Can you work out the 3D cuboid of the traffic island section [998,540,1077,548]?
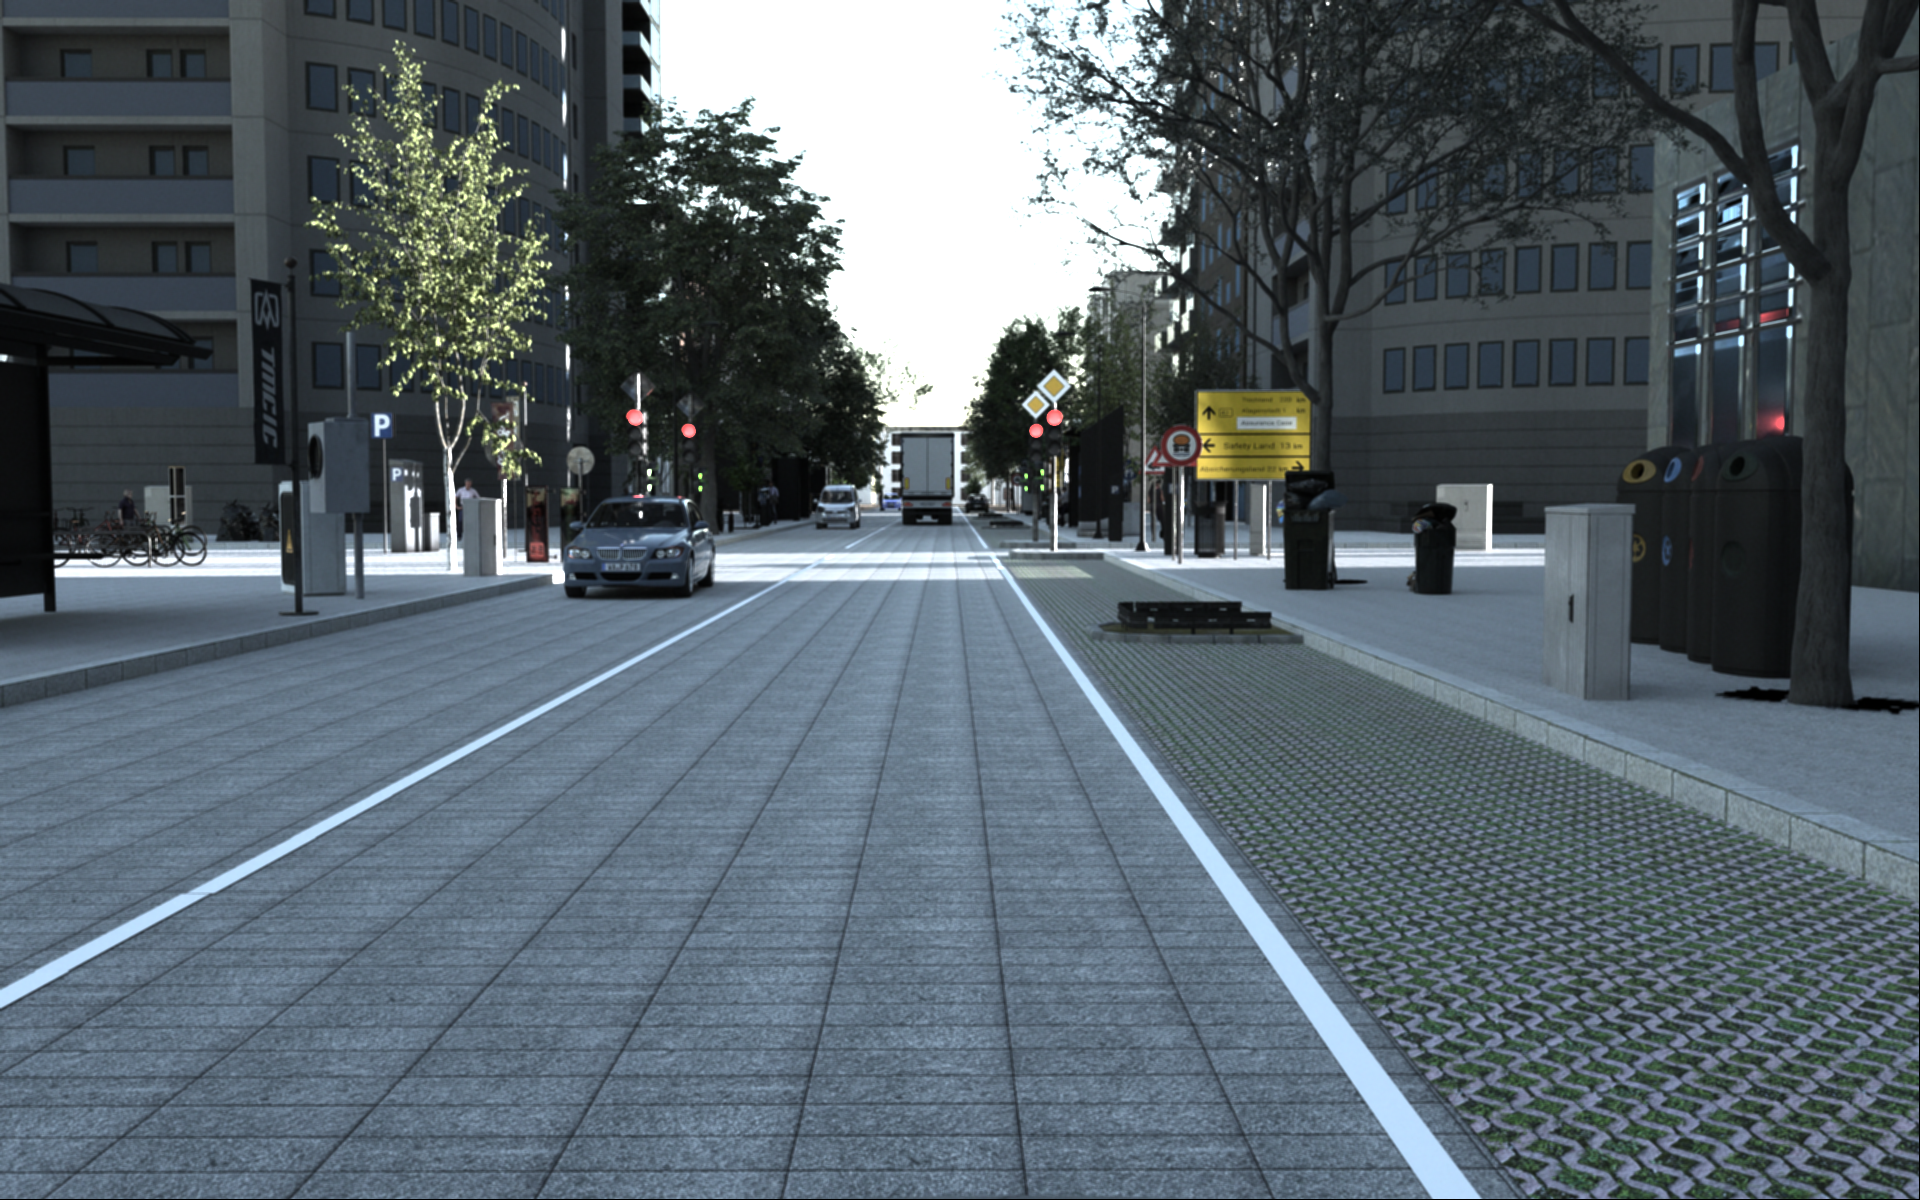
[{"bbox_3d":[2.068,-1.512,46.997,2.009,0.180,2.903,0,4,0],"label":"traffic island section"}]

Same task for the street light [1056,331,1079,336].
[{"bbox_3d":[3.441,-4.716,49.641,1.470,5.913,1.316,0,4,0],"label":"street light"}]

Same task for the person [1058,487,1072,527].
[{"bbox_3d":[4.097,-3.626,67.534,0.614,1.554,0.590,-2,4,-28],"label":"person"}]

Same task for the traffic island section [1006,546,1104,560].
[{"bbox_3d":[2.125,-1.023,39.012,2.009,0.180,2.903,0,4,0],"label":"traffic island section"}]

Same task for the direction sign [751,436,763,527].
[{"bbox_3d":[-7.802,-4.560,66.556,0.379,3.537,0.876,1,4,23],"label":"direction sign"}]

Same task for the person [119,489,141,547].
[{"bbox_3d":[-20.507,-1.958,42.715,0.471,1.553,0.569,3,5,44],"label":"person"}]

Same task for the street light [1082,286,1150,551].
[{"bbox_3d":[3.570,-4.058,38.895,1.470,5.913,1.316,0,4,0],"label":"street light"}]

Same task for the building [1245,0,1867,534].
[{"bbox_3d":[26.227,-31.872,63.108,28.212,58.520,21.231,0,4,0],"label":"building"}]

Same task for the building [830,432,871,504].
[{"bbox_3d":[-25.026,-16.910,218.627,28.070,9.664,9.099,0,4,0],"label":"building"}]

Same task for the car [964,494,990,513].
[{"bbox_3d":[1.292,-7.367,130.232,2.009,1.686,4.222,0,3,0],"label":"car"}]

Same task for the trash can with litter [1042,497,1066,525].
[{"bbox_3d":[3.906,-3.687,71.662,0.624,1.170,1.055,3,5,39],"label":"trash can with litter"}]

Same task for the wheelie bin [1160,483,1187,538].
[{"bbox_3d":[6.156,-2.592,50.294,0.980,1.594,0.693,1,4,22],"label":"wheelie bin"}]

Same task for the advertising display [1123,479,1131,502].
[{"bbox_3d":[6.224,-3.831,67.848,0.974,1.923,0.123,0,4,-7],"label":"advertising display"}]

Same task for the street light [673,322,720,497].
[{"bbox_3d":[-7.160,-4.544,46.841,1.470,5.913,1.316,0,4,0],"label":"street light"}]

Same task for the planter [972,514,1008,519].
[{"bbox_3d":[1.700,-4.738,98.598,1.991,0.319,1.994,0,4,0],"label":"planter"}]

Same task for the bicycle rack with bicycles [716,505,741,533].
[{"bbox_3d":[-8.516,-2.722,57.886,2.852,0.926,2.925,0,4,4],"label":"bicycle rack with bicycles"}]

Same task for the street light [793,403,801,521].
[{"bbox_3d":[-7.286,-6.748,82.863,1.470,5.913,1.316,0,4,0],"label":"street light"}]

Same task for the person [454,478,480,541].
[{"bbox_3d":[-13.563,-2.489,47.673,0.756,1.711,0.436,-1,4,-17],"label":"person"}]

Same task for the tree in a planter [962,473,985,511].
[{"bbox_3d":[1.326,-9.335,149.855,1.991,3.239,1.994,0,4,0],"label":"tree in a planter"}]

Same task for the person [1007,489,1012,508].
[{"bbox_3d":[4.386,-9.011,154.074,0.721,1.736,1.217,1,4,21],"label":"person"}]

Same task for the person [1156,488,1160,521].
[{"bbox_3d":[9.619,-4.691,83.673,0.756,1.711,0.436,2,4,28],"label":"person"}]

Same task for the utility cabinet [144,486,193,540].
[{"bbox_3d":[-21.690,-2.372,47.466,1.173,1.500,0.318,0,4,1],"label":"utility cabinet"}]

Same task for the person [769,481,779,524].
[{"bbox_3d":[-8.135,-4.177,74.209,0.709,1.838,0.599,2,4,31],"label":"person"}]

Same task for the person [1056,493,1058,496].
[{"bbox_3d":[8.206,-8.935,152.072,0.705,1.831,1.348,-3,5,-43],"label":"person"}]

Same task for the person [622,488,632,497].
[{"bbox_3d":[-14.812,-4.211,77.112,0.499,1.552,0.429,1,4,21],"label":"person"}]

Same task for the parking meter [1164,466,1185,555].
[{"bbox_3d":[4.506,-1.876,36.378,0.399,1.863,0.255,1,4,16],"label":"parking meter"}]

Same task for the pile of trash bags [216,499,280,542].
[{"bbox_3d":[-18.575,-2.297,47.301,3.447,1.369,1.912,1,4,12],"label":"pile of trash bags"}]

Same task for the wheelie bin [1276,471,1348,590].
[{"bbox_3d":[4.725,-0.943,23.331,0.980,1.594,0.693,1,4,19],"label":"wheelie bin"}]

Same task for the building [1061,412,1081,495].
[{"bbox_3d":[15.756,-14.353,176.824,9.099,9.664,28.070,0,4,0],"label":"building"}]

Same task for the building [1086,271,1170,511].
[{"bbox_3d":[20.173,-17.080,145.719,16.747,18.905,31.486,0,4,0],"label":"building"}]

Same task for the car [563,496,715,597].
[{"bbox_3d":[-4.648,-0.829,25.555,2.014,1.417,4.499,0,4,-2],"label":"car"}]

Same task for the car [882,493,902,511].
[{"bbox_3d":[-5.967,-8.639,150.831,1.945,1.707,3.694,0,4,-1],"label":"car"}]

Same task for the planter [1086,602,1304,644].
[{"bbox_3d":[2.285,0.227,17.432,1.991,0.319,1.994,0,4,0],"label":"planter"}]

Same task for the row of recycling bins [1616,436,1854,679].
[{"bbox_3d":[6.057,-0.403,13.704,1.069,1.692,3.534,0,4,6],"label":"row of recycling bins"}]

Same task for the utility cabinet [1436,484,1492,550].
[{"bbox_3d":[11.382,-1.864,39.156,1.173,1.500,0.318,2,4,35],"label":"utility cabinet"}]

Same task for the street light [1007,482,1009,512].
[{"bbox_3d":[2.907,-9.123,121.705,1.470,5.913,1.316,0,4,0],"label":"street light"}]

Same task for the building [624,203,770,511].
[{"bbox_3d":[-30.561,-17.999,138.256,27.936,21.610,32.646,0,4,0],"label":"building"}]

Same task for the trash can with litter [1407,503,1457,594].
[{"bbox_3d":[6.038,-0.678,22.474,0.624,1.170,1.055,0,4,-2],"label":"trash can with litter"}]

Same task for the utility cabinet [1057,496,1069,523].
[{"bbox_3d":[4.412,-3.966,75.999,1.020,1.237,0.306,-1,4,-22],"label":"utility cabinet"}]

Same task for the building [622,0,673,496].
[{"bbox_3d":[-27.862,-47.886,95.606,22.319,86.520,31.000,0,4,0],"label":"building"}]

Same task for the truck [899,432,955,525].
[{"bbox_3d":[-1.610,-5.834,84.305,2.839,4.237,11.283,0,4,-1],"label":"truck"}]

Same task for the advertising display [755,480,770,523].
[{"bbox_3d":[-8.745,-4.370,76.658,0.123,1.923,0.974,2,4,30],"label":"advertising display"}]

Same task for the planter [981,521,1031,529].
[{"bbox_3d":[1.886,-3.090,71.655,1.991,0.319,1.994,0,4,0],"label":"planter"}]

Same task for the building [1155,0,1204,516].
[{"bbox_3d":[23.966,-29.692,105.070,23.786,49.044,30.456,0,4,0],"label":"building"}]

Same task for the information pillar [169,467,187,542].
[{"bbox_3d":[-20.973,-2.566,46.439,0.304,2.012,0.304,3,5,39],"label":"information pillar"}]

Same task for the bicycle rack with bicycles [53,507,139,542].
[{"bbox_3d":[-23.548,-2.065,47.149,2.852,0.926,2.925,-1,4,-23],"label":"bicycle rack with bicycles"}]

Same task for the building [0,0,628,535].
[{"bbox_3d":[-26.221,-32.096,66.774,21.231,58.520,28.212,0,4,0],"label":"building"}]

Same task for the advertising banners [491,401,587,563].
[{"bbox_3d":[-7.937,-2.225,32.562,2.074,3.025,0.090,1,4,21],"label":"advertising banners"}]

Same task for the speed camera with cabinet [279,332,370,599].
[{"bbox_3d":[-7.973,-1.671,21.649,0.660,3.252,2.038,-3,4,-36],"label":"speed camera with cabinet"}]

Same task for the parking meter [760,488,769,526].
[{"bbox_3d":[-7.855,-3.746,69.665,0.372,1.533,0.369,0,3,0],"label":"parking meter"}]

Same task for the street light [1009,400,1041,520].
[{"bbox_3d":[3.330,-6.939,85.988,1.470,5.913,1.316,0,4,0],"label":"street light"}]

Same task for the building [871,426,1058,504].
[{"bbox_3d":[3.393,-16.882,218.167,28.070,9.664,9.099,0,4,0],"label":"building"}]

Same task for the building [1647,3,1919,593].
[{"bbox_3d":[23.672,-42.856,13.366,22.319,86.520,31.000,0,4,0],"label":"building"}]

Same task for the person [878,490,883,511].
[{"bbox_3d":[-6.780,-8.447,147.332,0.721,1.735,1.217,1,4,14],"label":"person"}]

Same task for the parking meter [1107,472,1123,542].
[{"bbox_3d":[4.187,-2.517,46.861,0.399,1.863,0.255,1,4,10],"label":"parking meter"}]

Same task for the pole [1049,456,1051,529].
[{"bbox_3d":[3.360,-4.255,63.413,0.158,3.312,0.155,0,3,0],"label":"pole"}]

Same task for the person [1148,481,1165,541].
[{"bbox_3d":[5.379,-2.409,46.893,0.593,1.643,0.415,-1,4,-19],"label":"person"}]

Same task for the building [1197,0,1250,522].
[{"bbox_3d":[19.402,-26.468,82.864,14.600,45.320,14.200,0,4,0],"label":"building"}]

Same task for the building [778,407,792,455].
[{"bbox_3d":[-22.562,-19.953,182.653,11.380,20.091,16.016,0,4,0],"label":"building"}]
